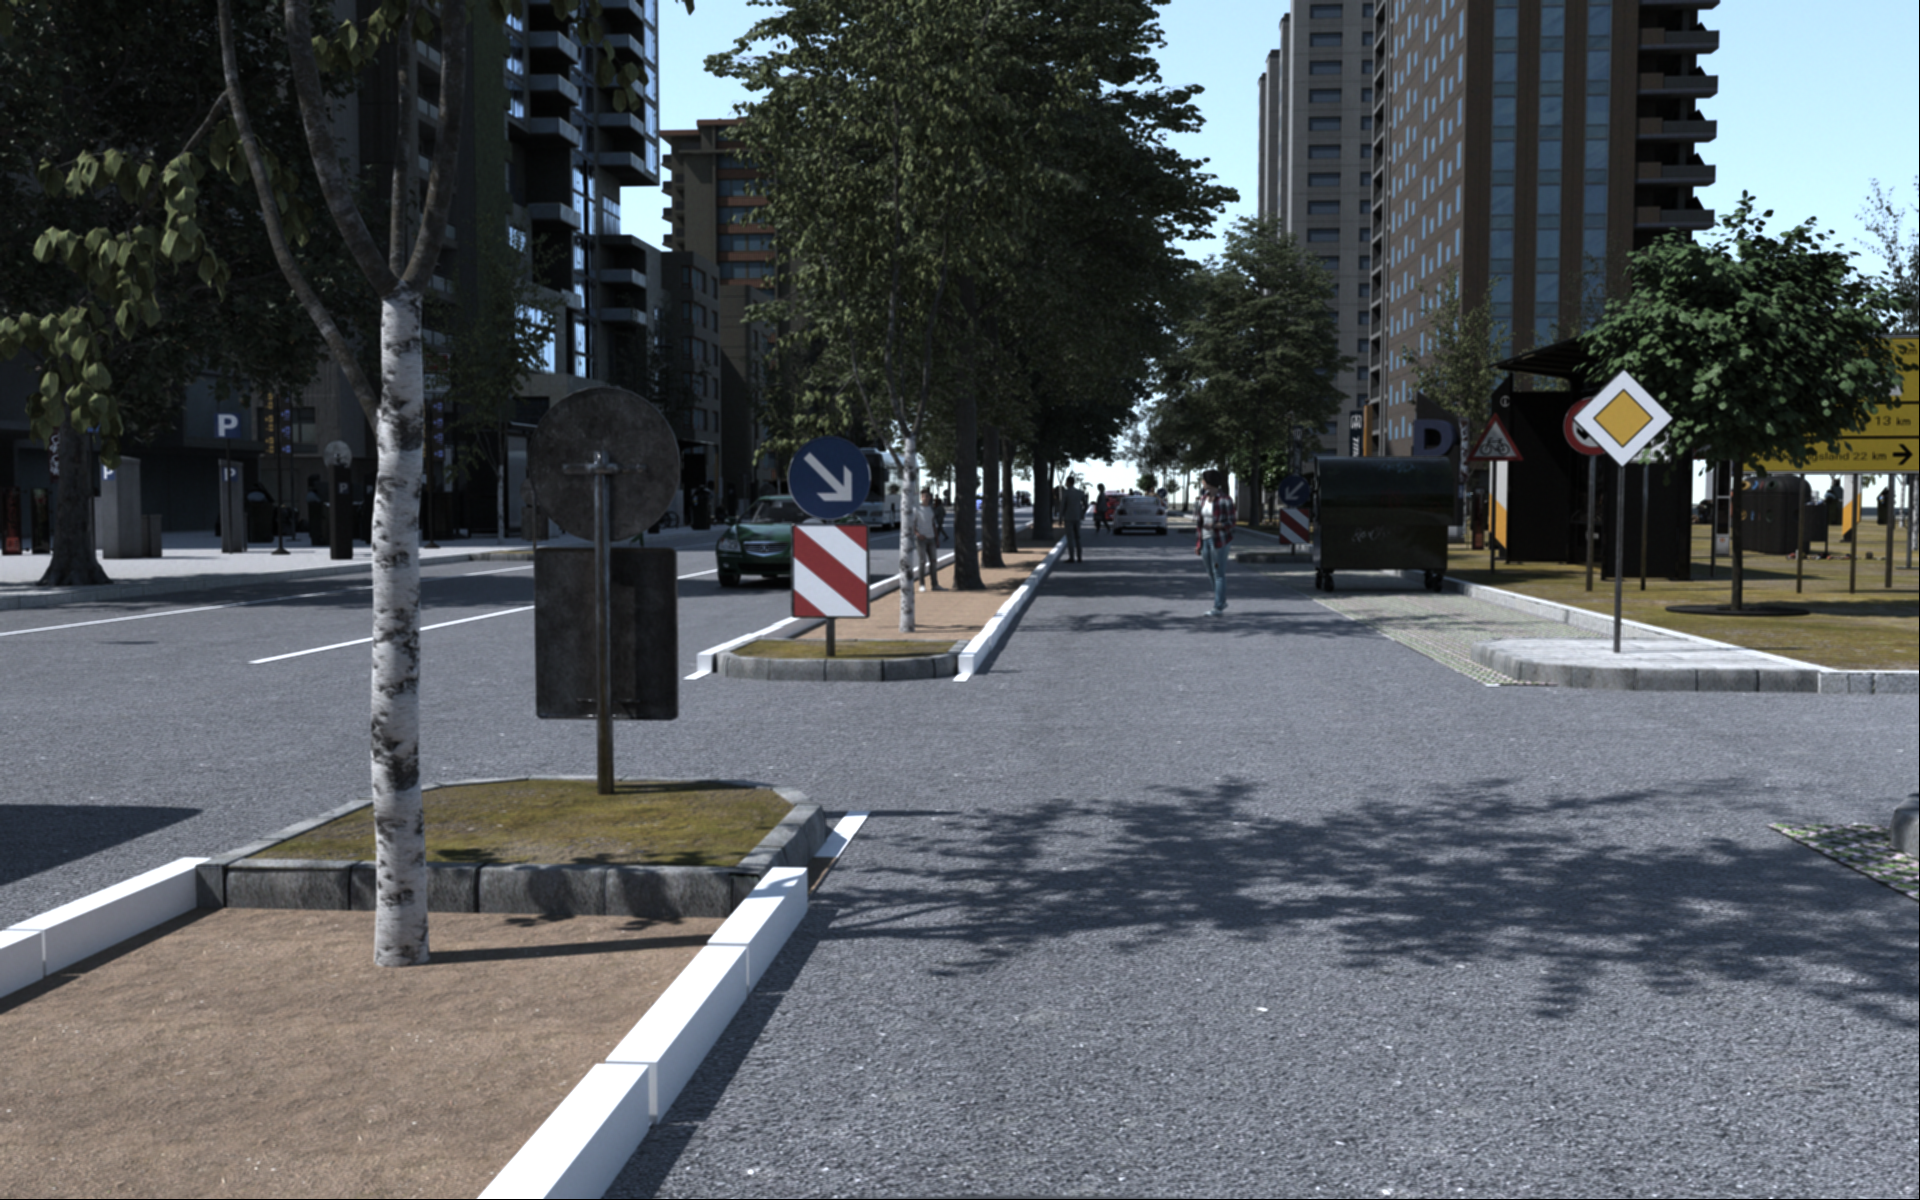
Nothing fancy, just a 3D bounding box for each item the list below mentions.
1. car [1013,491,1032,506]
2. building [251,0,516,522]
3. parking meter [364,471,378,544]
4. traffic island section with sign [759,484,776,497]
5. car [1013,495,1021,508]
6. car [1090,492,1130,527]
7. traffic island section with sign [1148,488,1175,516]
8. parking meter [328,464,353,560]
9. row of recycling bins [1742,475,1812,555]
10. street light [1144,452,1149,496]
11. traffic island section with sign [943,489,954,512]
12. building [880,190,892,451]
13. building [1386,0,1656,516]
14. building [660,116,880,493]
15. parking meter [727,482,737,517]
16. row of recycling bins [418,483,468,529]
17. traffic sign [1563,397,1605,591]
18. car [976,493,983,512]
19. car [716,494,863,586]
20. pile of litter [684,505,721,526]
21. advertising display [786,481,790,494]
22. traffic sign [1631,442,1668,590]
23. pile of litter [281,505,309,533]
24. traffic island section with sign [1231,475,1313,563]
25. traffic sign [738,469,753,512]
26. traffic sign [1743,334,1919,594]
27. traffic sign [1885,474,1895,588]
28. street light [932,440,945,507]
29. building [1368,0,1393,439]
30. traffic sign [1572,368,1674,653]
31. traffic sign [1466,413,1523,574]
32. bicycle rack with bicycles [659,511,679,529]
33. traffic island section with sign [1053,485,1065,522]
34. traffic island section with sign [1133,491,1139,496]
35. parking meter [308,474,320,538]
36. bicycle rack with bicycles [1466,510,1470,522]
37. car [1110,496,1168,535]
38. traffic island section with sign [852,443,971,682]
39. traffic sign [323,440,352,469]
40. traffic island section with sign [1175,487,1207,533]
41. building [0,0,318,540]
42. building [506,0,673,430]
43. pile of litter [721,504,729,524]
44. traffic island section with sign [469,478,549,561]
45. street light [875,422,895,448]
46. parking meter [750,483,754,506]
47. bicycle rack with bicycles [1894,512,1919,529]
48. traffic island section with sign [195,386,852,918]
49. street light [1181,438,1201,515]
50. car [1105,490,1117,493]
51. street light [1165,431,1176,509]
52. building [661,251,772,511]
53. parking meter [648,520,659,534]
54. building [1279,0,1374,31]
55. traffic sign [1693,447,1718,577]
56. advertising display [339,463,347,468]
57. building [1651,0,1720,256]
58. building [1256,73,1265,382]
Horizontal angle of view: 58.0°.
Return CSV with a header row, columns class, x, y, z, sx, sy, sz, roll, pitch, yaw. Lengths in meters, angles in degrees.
class,x,y,z,sx,sy,sz,roll,pitch,yaw
car,7.524,-12.281,209.462,2.281,1.827,5.304,0,4,6
building,-29.645,-24.186,79.034,14.154,41.232,14.086,0,4,5
parking meter,-15.059,-2.368,44.434,0.399,1.863,0.255,1,4,21
traffic island section with sign,-7.260,-3.452,65.076,1.989,1.847,2.006,0,4,5
car,5.577,-10.627,186.108,2.083,1.381,4.827,0,4,3
car,6.820,-4.115,76.318,2.155,1.783,4.494,0,4,4
traffic island section with sign,13.102,-6.413,113.479,1.989,1.847,2.006,0,4,5
parking meter,-12.132,-1.728,33.963,0.255,1.863,0.399,3,5,42
row of recycling bins,17.884,-1.894,38.078,1.069,1.692,3.534,1,4,12
street light,21.063,-13.279,189.646,1.470,5.913,1.316,0,4,5
traffic island section with sign,-1.024,-8.151,141.891,1.989,1.847,2.006,0,4,5
building,-20.763,-35.322,232.131,22.147,44.769,28.867,0,4,5
building,37.929,-28.728,119.806,14.600,45.320,14.200,0,4,5
building,-22.643,-33.563,203.375,22.147,44.769,28.867,0,4,5
parking meter,-10.940,-4.736,83.140,0.399,1.863,0.255,0,4,4
row of recycling bins,-18.569,-3.472,63.876,3.534,1.692,1.069,-3,4,-37
traffic sign,8.306,-1.387,22.784,0.768,2.556,0.104,0,4,6
car,1.955,-7.940,139.405,1.945,1.707,3.694,0,4,4
car,-2.660,-1.011,28.327,2.131,1.459,4.920,0,4,7
pile of litter,-10.591,-3.397,69.505,1.719,0.858,1.176,0,4,-5
advertising display,-8.391,-4.939,85.960,0.123,1.923,0.974,1,4,16
traffic sign,9.110,-1.279,23.037,0.606,2.300,0.079,1,4,9
pile of litter,-22.310,-2.684,57.851,1.719,0.858,1.176,0,4,-1
traffic island section with sign,6.851,-1.706,36.513,1.989,1.847,2.006,0,4,5
traffic sign,-10.717,-5.272,86.303,0.768,2.556,0.104,1,4,9
traffic sign,11.184,-1.737,22.271,2.265,3.308,0.079,1,4,9
traffic sign,12.702,-1.438,23.620,0.768,2.556,0.104,1,4,8
street light,-1.809,-10.845,149.857,1.470,5.913,1.316,0,4,5
building,42.253,-42.701,136.412,20.563,71.187,20.611,0,4,5
traffic sign,5.313,-0.631,13.951,0.795,2.450,0.064,0,4,5
traffic sign,8.590,-1.704,27.869,0.884,2.594,0.081,1,4,11
bicycle rack with bicycles,-11.743,-3.123,64.441,2.925,0.926,2.852,-1,4,-18
traffic island section with sign,5.112,-4.951,89.090,2.006,1.907,1.989,0,4,5
traffic island section with sign,15.311,-8.075,140.648,1.989,1.847,2.006,0,4,5
parking meter,-19.087,-2.783,51.212,0.255,1.863,0.399,0,4,-3
bicycle rack with bicycles,21.350,-3.935,77.727,2.925,0.926,2.852,1,4,20
car,6.433,-3.043,62.116,2.083,1.381,4.827,0,4,4
traffic island section with sign,-0.965,-0.371,14.197,2.006,1.907,1.989,0,4,5
traffic sign,-14.750,-2.502,41.014,0.768,2.556,0.104,1,4,13
traffic island section with sign,9.053,-3.371,63.745,1.989,1.847,2.006,0,4,5
building,-38.332,-28.215,50.555,28.713,52.752,27.495,0,4,5
building,-30.840,-48.559,106.617,22.319,86.520,31.000,0,4,5
pile of litter,-10.393,-3.639,73.456,1.176,0.858,1.719,2,4,28
traffic island section with sign,-9.468,-1.796,37.985,1.989,1.847,2.006,0,4,5
street light,-4.873,-8.484,111.261,1.470,5.913,1.316,0,4,5
parking meter,-10.560,-5.048,88.250,0.255,1.863,0.399,-1,4,-12
bicycle rack with bicycles,35.139,-2.978,62.072,2.925,0.926,2.852,-1,4,-16
traffic island section with sign,-1.574,0.081,6.815,2.006,1.907,1.989,0,4,5
street light,14.437,-8.285,107.995,1.470,5.913,1.316,0,4,5
car,15.673,-10.374,178.292,2.281,1.827,5.304,0,4,3
street light,15.898,-9.454,127.110,1.470,5.913,1.316,0,4,5
building,-31.560,-17.977,138.965,27.650,21.520,28.899,0,4,5
parking meter,-9.981,-2.934,56.385,0.372,1.533,0.369,0,3,0
building,47.814,-40.399,202.517,21.231,58.520,28.212,0,4,5
traffic sign,11.698,-1.641,26.836,0.884,2.594,0.081,1,4,14
advertising display,-12.783,-1.879,35.934,0.123,1.923,0.974,-1,4,-17
building,36.408,-27.865,105.709,14.600,45.320,14.200,0,4,5
building,50.176,-42.130,230.816,21.231,58.520,28.212,0,4,5
